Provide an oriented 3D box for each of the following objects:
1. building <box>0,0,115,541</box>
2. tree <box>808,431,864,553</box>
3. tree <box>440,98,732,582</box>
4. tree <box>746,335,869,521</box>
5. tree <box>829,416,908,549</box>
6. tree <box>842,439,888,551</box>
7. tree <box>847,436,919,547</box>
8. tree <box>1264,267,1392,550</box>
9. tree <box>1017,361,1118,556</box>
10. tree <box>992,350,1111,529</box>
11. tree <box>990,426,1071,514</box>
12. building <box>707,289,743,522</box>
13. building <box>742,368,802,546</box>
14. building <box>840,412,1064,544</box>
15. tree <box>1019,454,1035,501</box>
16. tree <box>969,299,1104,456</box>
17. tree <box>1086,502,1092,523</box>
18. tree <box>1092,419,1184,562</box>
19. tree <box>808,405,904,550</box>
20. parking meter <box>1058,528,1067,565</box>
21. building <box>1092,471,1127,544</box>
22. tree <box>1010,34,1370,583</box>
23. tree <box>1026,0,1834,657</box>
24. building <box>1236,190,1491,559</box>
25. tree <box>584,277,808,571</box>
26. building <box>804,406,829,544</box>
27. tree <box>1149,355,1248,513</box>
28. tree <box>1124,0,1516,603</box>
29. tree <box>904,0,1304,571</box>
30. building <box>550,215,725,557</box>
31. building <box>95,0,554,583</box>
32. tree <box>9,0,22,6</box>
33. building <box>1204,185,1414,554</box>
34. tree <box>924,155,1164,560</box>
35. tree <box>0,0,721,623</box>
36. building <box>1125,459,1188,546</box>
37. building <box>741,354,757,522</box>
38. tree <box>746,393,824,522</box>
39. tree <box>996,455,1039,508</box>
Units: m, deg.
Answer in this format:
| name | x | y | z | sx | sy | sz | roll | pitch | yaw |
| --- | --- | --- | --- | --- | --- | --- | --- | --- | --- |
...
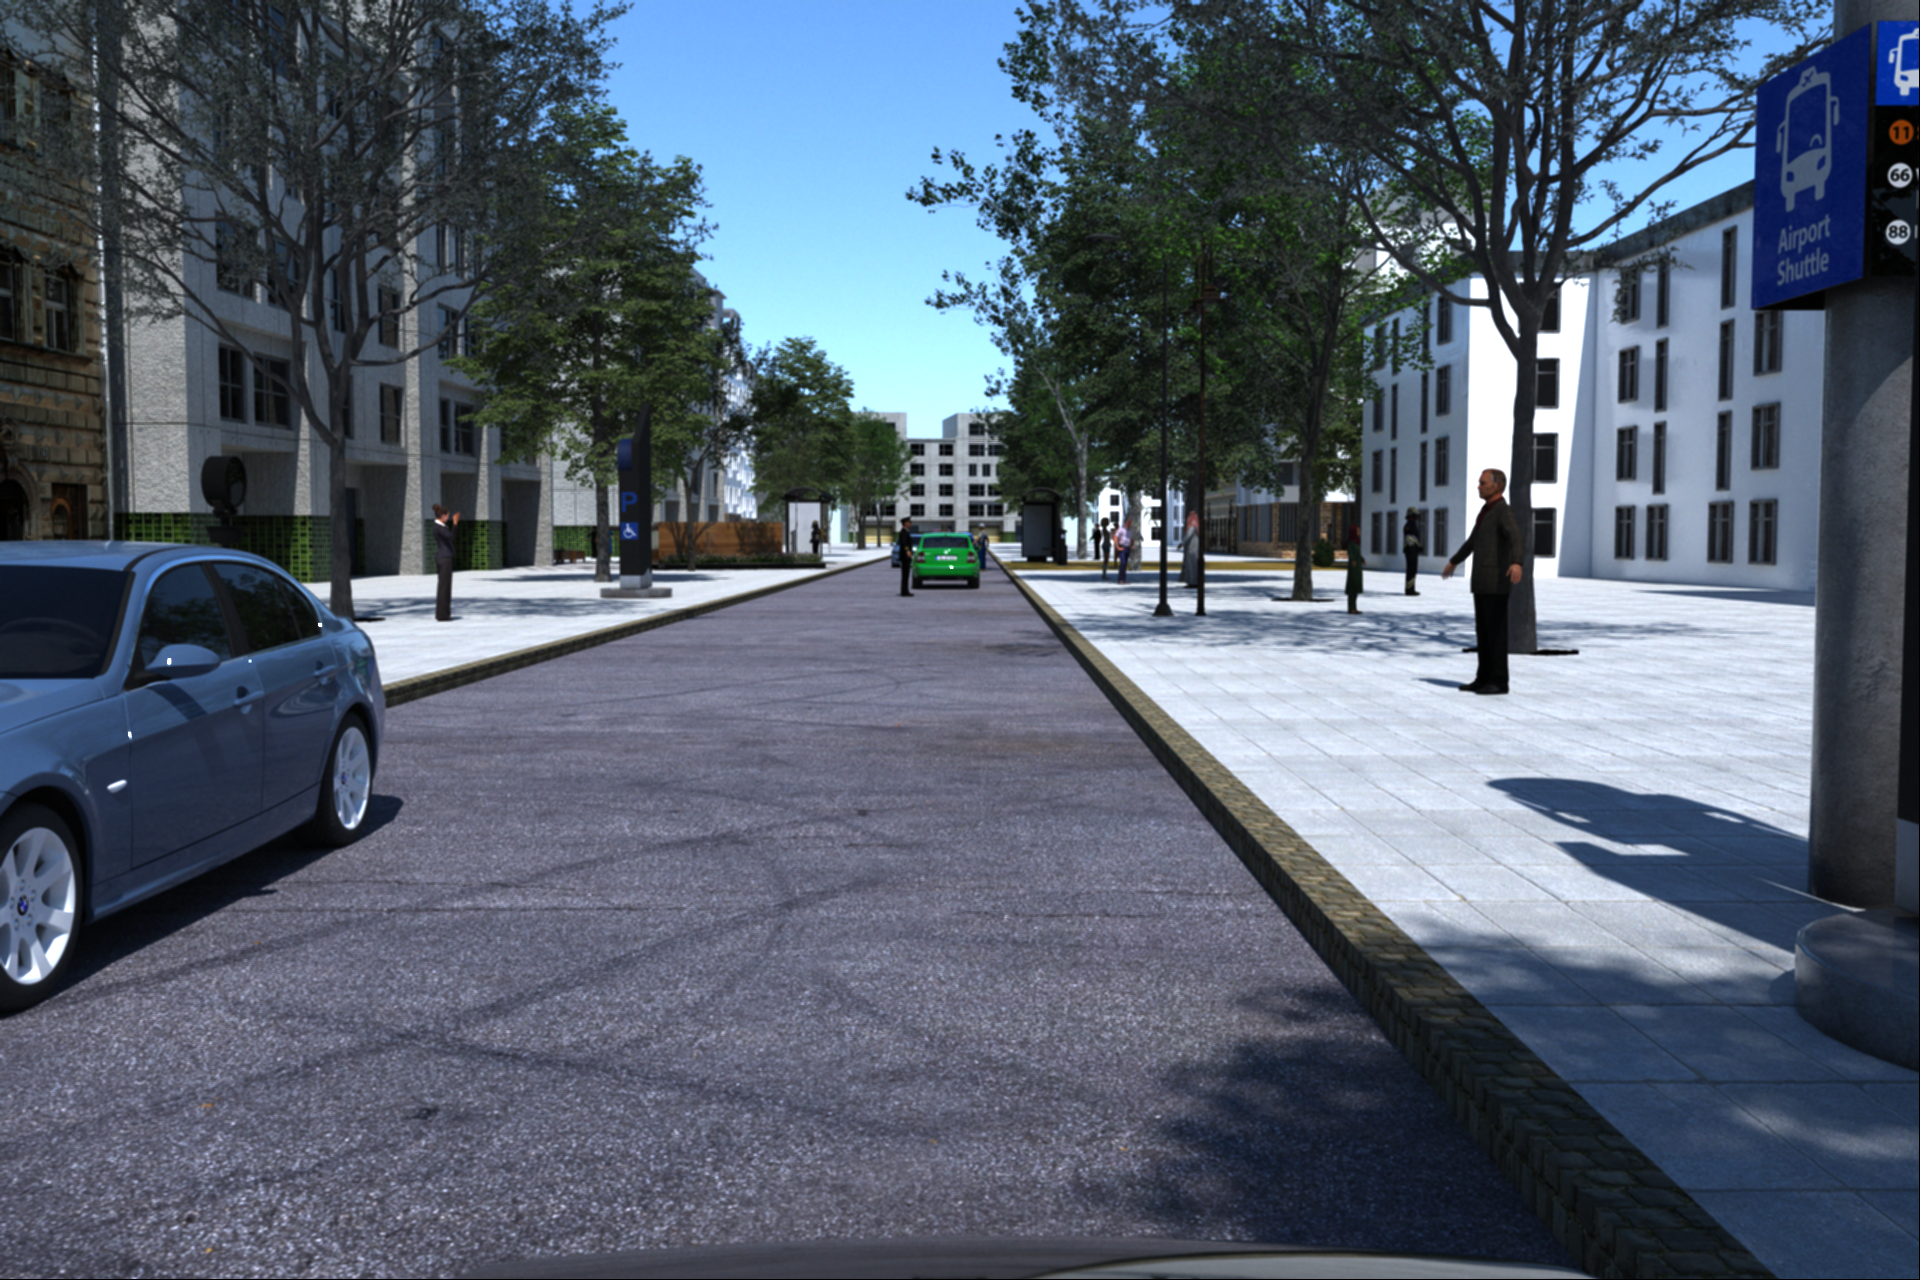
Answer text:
| name | x | y | z | sx | sy | sz | roll | pitch | yaw |
| --- | --- | --- | --- | --- | --- | --- | --- | --- | --- |
| building | -27.782 | -12.056 | 28.045 | 19.493 | 23.208 | 18.063 | 0 | 4 | 1 |
| tree | -8.761 | -10.040 | 114.511 | 4.360 | 8.622 | 3.978 | 0 | 3 | 0 |
| tree | -9.855 | -7.835 | 46.227 | 7.486 | 12.596 | 7.792 | 0 | 3 | 0 |
| tree | -8.823 | -11.093 | 99.505 | 7.486 | 12.596 | 7.792 | 0 | 3 | 0 |
| tree | -8.317 | -13.836 | 151.972 | 9.928 | 11.665 | 9.643 | 0 | 3 | 0 |
| tree | -8.249 | -11.091 | 131.697 | 4.360 | 8.622 | 3.978 | 0 | 3 | 0 |
| tree | -7.767 | -14.752 | 166.951 | 9.928 | 11.665 | 9.643 | 0 | 3 | 0 |
| tree | 16.760 | -9.558 | 74.397 | 7.486 | 12.596 | 7.792 | 0 | 3 | 0 |
| tree | 6.986 | -10.825 | 102.742 | 9.928 | 11.665 | 9.643 | 0 | 3 | 0 |
| tree | 6.705 | -12.919 | 117.877 | 9.857 | 13.997 | 8.962 | 0 | 3 | 0 |
| tree | 6.609 | -14.686 | 158.246 | 7.486 | 12.596 | 7.792 | 0 | 3 | 0 |
| building | -23.748 | -17.050 | 135.179 | 16.016 | 20.090 | 11.380 | 0 | 4 | 1 |
| building | -28.206 | -22.662 | 201.457 | 19.493 | 23.208 | 18.063 | 0 | 4 | 0 |
| building | -1.542 | -23.830 | 258.528 | 31.486 | 18.905 | 16.747 | -1 | 4 | -8 |
| tree | 6.972 | -12.199 | 149.819 | 4.360 | 8.622 | 3.978 | 0 | 3 | 0 |
| tree | 6.840 | -17.279 | 138.403 | 12.611 | 20.169 | 13.585 | 0 | 3 | 0 |
| tree | 20.361 | -18.661 | 255.465 | 4.360 | 8.622 | 3.978 | 0 | 3 | 0 |
| tree | 7.239 | -7.673 | 75.814 | 4.360 | 8.622 | 3.978 | 0 | 3 | 0 |
| tree | -8.315 | -13.176 | 141.176 | 9.928 | 11.665 | 9.643 | 0 | 3 | 0 |
| parking meter | 4.247 | -3.865 | 71.597 | 0.372 | 1.533 | 0.369 | 0 | 3 | 0 |
| building | 22.903 | -17.616 | 230.164 | 9.099 | 9.664 | 28.070 | 0 | 4 | 0 |
| tree | 6.179 | -8.501 | 45.648 | 9.857 | 13.997 | 8.962 | 0 | 3 | 0 |
| tree | 6.029 | -6.606 | 18.371 | 12.009 | 13.543 | 11.850 | 0 | 3 | 0 |
| building | 21.548 | -15.006 | 101.771 | 16.016 | 20.090 | 11.380 | 0 | 3 | 0 |
| tree | -9.246 | -7.687 | 60.102 | 8.767 | 10.594 | 7.601 | 0 | 4 | 6 |
| building | -27.670 | -24.543 | 232.204 | 19.493 | 23.208 | 18.063 | 0 | 4 | 1 |
| tree | 9.536 | -7.316 | 69.974 | 4.737 | 8.622 | 4.395 | 0 | 3 | 0 |
| tree | 6.687 | -6.538 | 32.652 | 9.928 | 11.665 | 9.643 | 0 | 3 | 0 |
| tree | 4.948 | -12.505 | 60.341 | 12.611 | 20.169 | 13.585 | 0 | 3 | 0 |
| building | -26.090 | -15.023 | 112.077 | 16.747 | 18.905 | 31.486 | 0 | 4 | 1 |
| building | -25.071 | -11.453 | 53.709 | 16.747 | 18.905 | 31.486 | 0 | 4 | 1 |
| tree | -8.904 | -3.774 | 12.072 | 4.360 | 8.622 | 3.978 | 0 | 3 | 0 |
| building | 26.730 | -17.482 | 116.751 | 19.493 | 23.208 | 18.063 | 0 | 4 | 1 |
| tree | 5.064 | -14.164 | 87.465 | 12.611 | 20.169 | 13.585 | 0 | 3 | 0 |
| tree | -9.139 | -7.007 | 24.935 | 12.009 | 13.543 | 11.850 | 0 | 3 | 0 |
| building | 23.797 | -15.061 | 188.395 | 9.099 | 9.664 | 28.070 | 0 | 4 | 0 |
| building | -27.646 | -19.715 | 178.756 | 16.016 | 20.090 | 11.380 | 0 | 4 | 1 |
| tree | -8.678 | -8.570 | 90.479 | 4.360 | 8.622 | 3.978 | 0 | 3 | 0 |
| tree | 7.036 | -14.794 | 167.643 | 9.928 | 11.665 | 9.643 | 0 | 3 | 0 |
